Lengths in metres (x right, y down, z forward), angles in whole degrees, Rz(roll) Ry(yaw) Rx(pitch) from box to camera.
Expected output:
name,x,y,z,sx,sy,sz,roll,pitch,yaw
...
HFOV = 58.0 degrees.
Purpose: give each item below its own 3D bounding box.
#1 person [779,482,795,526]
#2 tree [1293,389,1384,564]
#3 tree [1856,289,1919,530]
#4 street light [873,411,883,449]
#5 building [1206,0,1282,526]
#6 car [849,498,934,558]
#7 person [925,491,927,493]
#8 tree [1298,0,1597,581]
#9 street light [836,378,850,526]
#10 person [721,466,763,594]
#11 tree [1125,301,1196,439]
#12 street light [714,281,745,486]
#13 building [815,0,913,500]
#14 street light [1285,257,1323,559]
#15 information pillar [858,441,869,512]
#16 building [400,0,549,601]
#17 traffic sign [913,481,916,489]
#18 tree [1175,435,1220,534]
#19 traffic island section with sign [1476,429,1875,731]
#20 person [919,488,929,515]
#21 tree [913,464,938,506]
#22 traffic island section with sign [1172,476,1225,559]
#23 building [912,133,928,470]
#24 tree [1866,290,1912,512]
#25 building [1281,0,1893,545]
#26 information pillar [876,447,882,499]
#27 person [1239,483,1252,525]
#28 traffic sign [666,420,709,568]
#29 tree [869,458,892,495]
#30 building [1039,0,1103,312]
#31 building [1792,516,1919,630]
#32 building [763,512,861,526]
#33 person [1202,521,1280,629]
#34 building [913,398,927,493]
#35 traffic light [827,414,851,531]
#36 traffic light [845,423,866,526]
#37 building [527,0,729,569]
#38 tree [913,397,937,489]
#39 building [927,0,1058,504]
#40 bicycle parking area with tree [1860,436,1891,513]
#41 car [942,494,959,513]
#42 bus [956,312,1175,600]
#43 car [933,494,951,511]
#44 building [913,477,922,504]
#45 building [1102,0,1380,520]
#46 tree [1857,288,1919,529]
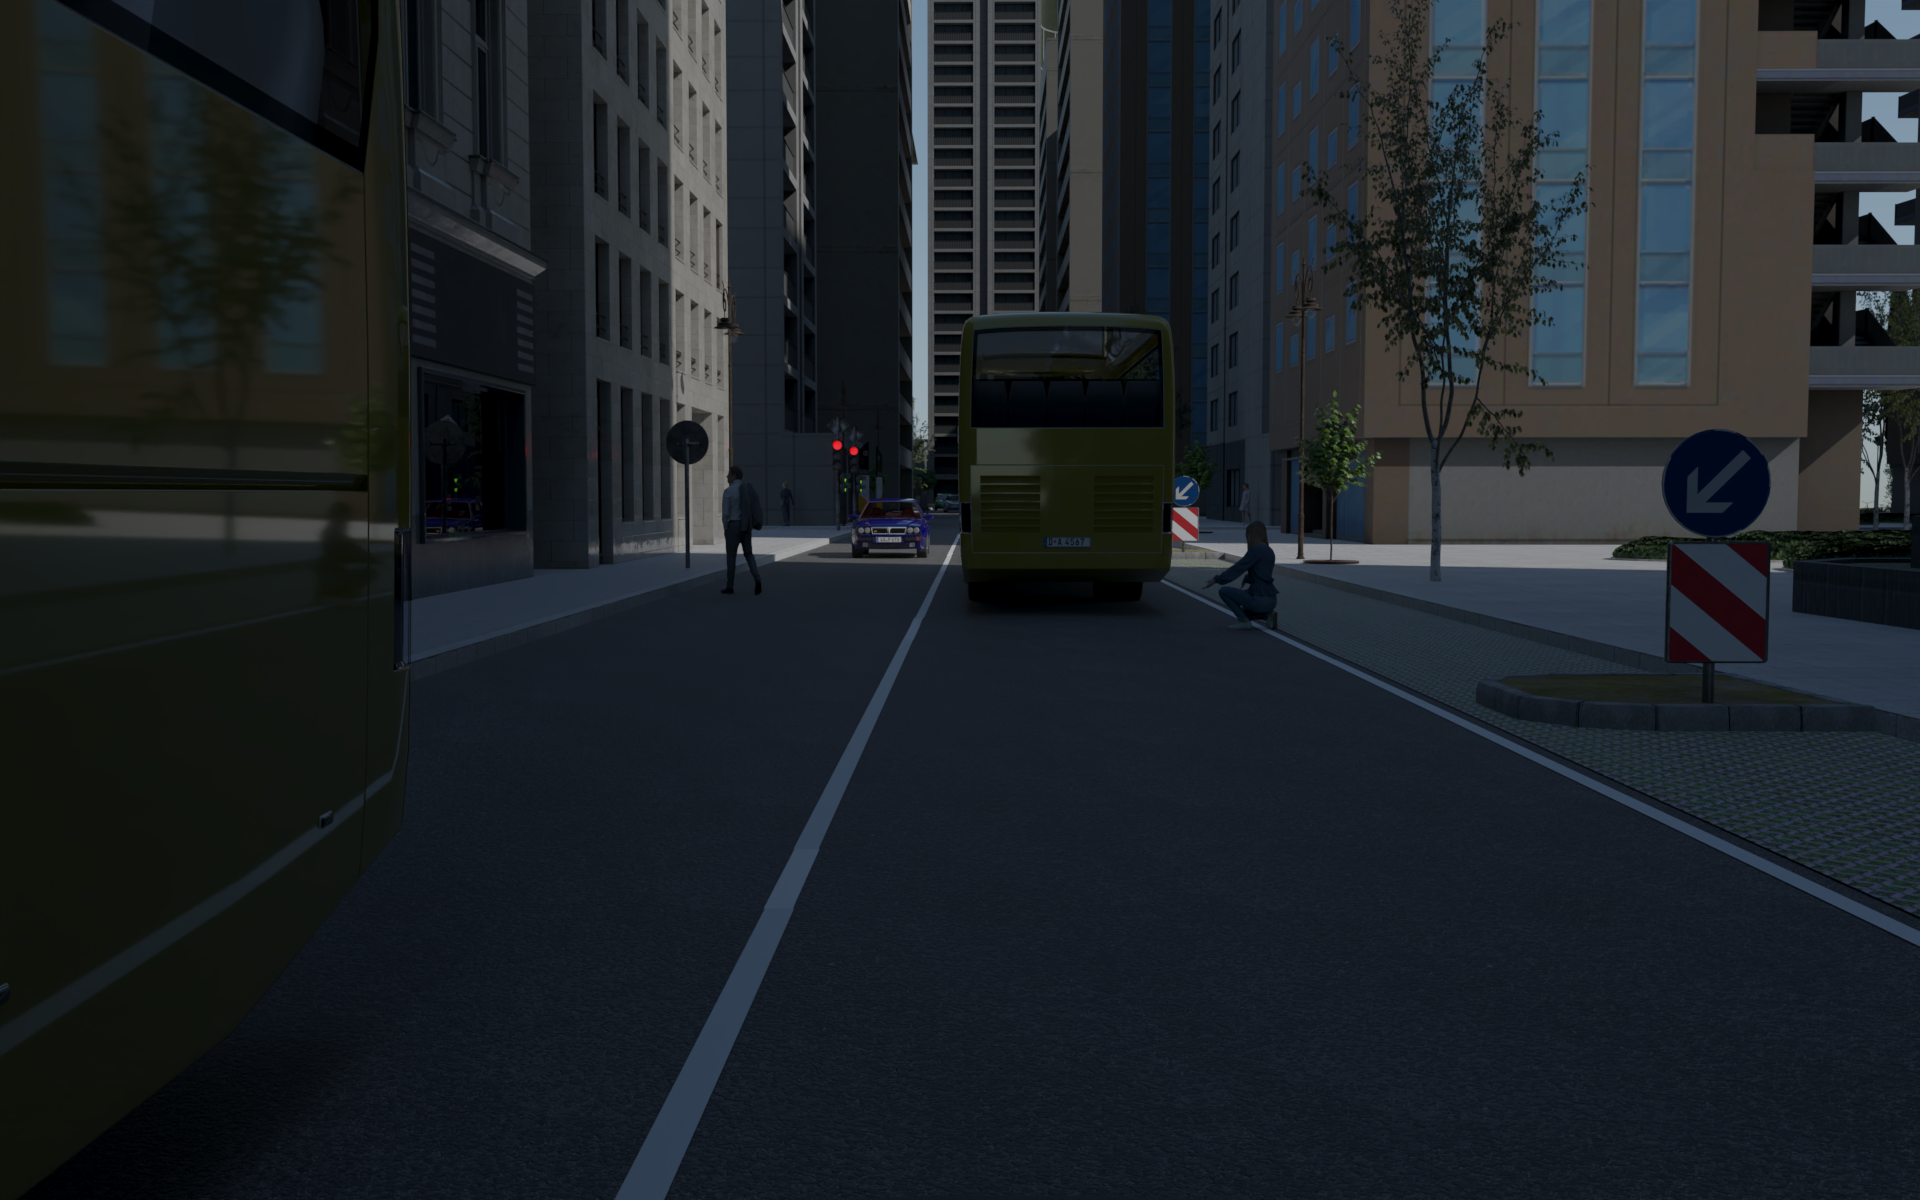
name,x,y,z,sx,sy,sz,roll,pitch,yaw
person,-6.861,-3.809,68.739,0.534,1.772,0.576,2,4,27
tree,7.005,-2.287,31.992,1.663,3.219,1.824,0,3,0
tree,29.703,-6.485,56.396,4.360,8.622,3.978,0,3,0
street light,-4.458,-7.443,94.480,0.468,5.910,1.993,0,4,1
building,22.772,-39.067,76.997,20.611,71.187,20.563,0,4,1
car,-1.579,-1.686,40.146,1.945,1.354,3.894,0,3,0
person,-3.896,-11.717,197.577,0.705,1.831,1.348,0,4,-4
tree,6.956,-4.566,25.024,4.360,8.622,3.978,0,3,0
street light,-4.641,-5.884,68.988,0.468,5.910,1.993,0,4,1
person,-3.117,-0.990,24.795,0.679,1.850,0.850,-3,5,-43
tree,7.767,-9.088,82.994,7.601,10.594,8.767,-1,4,-12
street light,-4.999,-3.970,37.697,0.468,5.910,1.993,0,4,1
building,-14.011,-29.605,107.747,21.300,48.544,21.600,0,4,1
street light,6.717,-3.743,33.990,0.468,5.910,1.993,0,4,1
information pillar,-4.211,-5.177,76.000,0.504,3.616,0.183,0,4,-6
building,-14.652,-14.089,6.770,17.030,29.872,44.131,0,4,1
traffic sign,-3.655,-7.931,131.804,0.606,2.300,0.079,0,4,3
tree,7.633,-3.798,56.692,1.663,3.219,1.824,0,3,0
traffic island section with sign,4.513,-0.166,11.339,1.989,1.847,2.006,0,4,1
person,-2.253,-5.957,105.999,0.767,1.812,0.694,2,4,30
tree,-3.973,-12.731,191.859,4.285,4.588,4.351,0,3,0
traffic island section with sign,4.814,-1.841,38.725,1.989,1.847,2.006,0,4,1
building,-17.898,-39.932,242.128,27.495,52.752,28.713,0,4,1
tree,60.815,-12.445,105.304,13.155,14.587,18.604,0,4,5
building,17.057,-24.397,49.007,14.600,45.320,14.200,0,4,1
information pillar,-4.006,-5.765,85.606,0.183,3.616,0.504,2,4,28
person,11.826,-3.965,71.619,0.466,1.731,0.760,2,4,29
traffic sign,-4.715,-1.824,29.921,0.768,2.556,0.104,1,4,9
tree,-4.529,-5.904,91.132,1.663,3.219,1.824,0,3,0
building,19.106,-33.892,177.839,21.300,48.544,21.600,0,4,1
building,18.587,-28.380,6.020,21.231,58.520,28.212,0,4,1
building,-14.980,-39.112,77.739,20.563,71.187,20.611,0,4,1
person,2.981,-0.267,18.361,1.012,1.151,0.738,-3,5,-44
building,-19.750,-54.631,205.889,31.000,86.520,22.319,0,4,1
traffic light,-4.252,-4.390,60.695,0.839,4.253,0.868,0,4,1
traffic light,-4.164,-4.878,68.680,0.839,4.253,0.868,0,4,1
building,-11.449,-11.175,37.467,10.420,20.320,16.860,0,4,1
tree,-3.904,-10.618,123.973,4.737,8.622,4.395,0,3,0
building,6.105,-48.848,236.914,20.611,71.187,20.563,0,4,1
bicycle parking area with tree,43.978,-6.187,88.153,9.016,4.147,8.231,-1,4,-20
car,-0.369,-7.531,135.132,2.014,1.417,4.499,0,4,2
bus,1.312,-2.119,26.185,2.896,3.916,12.252,0,4,1
car,-1.360,-8.780,152.345,1.959,1.807,4.718,0,4,0
building,-20.187,-29.620,176.167,32.217,40.220,23.993,0,4,1
building,15.937,-27.744,103.718,14.600,45.320,14.200,0,4,1
tree,28.040,-6.146,50.855,4.737,8.622,4.395,0,3,0
